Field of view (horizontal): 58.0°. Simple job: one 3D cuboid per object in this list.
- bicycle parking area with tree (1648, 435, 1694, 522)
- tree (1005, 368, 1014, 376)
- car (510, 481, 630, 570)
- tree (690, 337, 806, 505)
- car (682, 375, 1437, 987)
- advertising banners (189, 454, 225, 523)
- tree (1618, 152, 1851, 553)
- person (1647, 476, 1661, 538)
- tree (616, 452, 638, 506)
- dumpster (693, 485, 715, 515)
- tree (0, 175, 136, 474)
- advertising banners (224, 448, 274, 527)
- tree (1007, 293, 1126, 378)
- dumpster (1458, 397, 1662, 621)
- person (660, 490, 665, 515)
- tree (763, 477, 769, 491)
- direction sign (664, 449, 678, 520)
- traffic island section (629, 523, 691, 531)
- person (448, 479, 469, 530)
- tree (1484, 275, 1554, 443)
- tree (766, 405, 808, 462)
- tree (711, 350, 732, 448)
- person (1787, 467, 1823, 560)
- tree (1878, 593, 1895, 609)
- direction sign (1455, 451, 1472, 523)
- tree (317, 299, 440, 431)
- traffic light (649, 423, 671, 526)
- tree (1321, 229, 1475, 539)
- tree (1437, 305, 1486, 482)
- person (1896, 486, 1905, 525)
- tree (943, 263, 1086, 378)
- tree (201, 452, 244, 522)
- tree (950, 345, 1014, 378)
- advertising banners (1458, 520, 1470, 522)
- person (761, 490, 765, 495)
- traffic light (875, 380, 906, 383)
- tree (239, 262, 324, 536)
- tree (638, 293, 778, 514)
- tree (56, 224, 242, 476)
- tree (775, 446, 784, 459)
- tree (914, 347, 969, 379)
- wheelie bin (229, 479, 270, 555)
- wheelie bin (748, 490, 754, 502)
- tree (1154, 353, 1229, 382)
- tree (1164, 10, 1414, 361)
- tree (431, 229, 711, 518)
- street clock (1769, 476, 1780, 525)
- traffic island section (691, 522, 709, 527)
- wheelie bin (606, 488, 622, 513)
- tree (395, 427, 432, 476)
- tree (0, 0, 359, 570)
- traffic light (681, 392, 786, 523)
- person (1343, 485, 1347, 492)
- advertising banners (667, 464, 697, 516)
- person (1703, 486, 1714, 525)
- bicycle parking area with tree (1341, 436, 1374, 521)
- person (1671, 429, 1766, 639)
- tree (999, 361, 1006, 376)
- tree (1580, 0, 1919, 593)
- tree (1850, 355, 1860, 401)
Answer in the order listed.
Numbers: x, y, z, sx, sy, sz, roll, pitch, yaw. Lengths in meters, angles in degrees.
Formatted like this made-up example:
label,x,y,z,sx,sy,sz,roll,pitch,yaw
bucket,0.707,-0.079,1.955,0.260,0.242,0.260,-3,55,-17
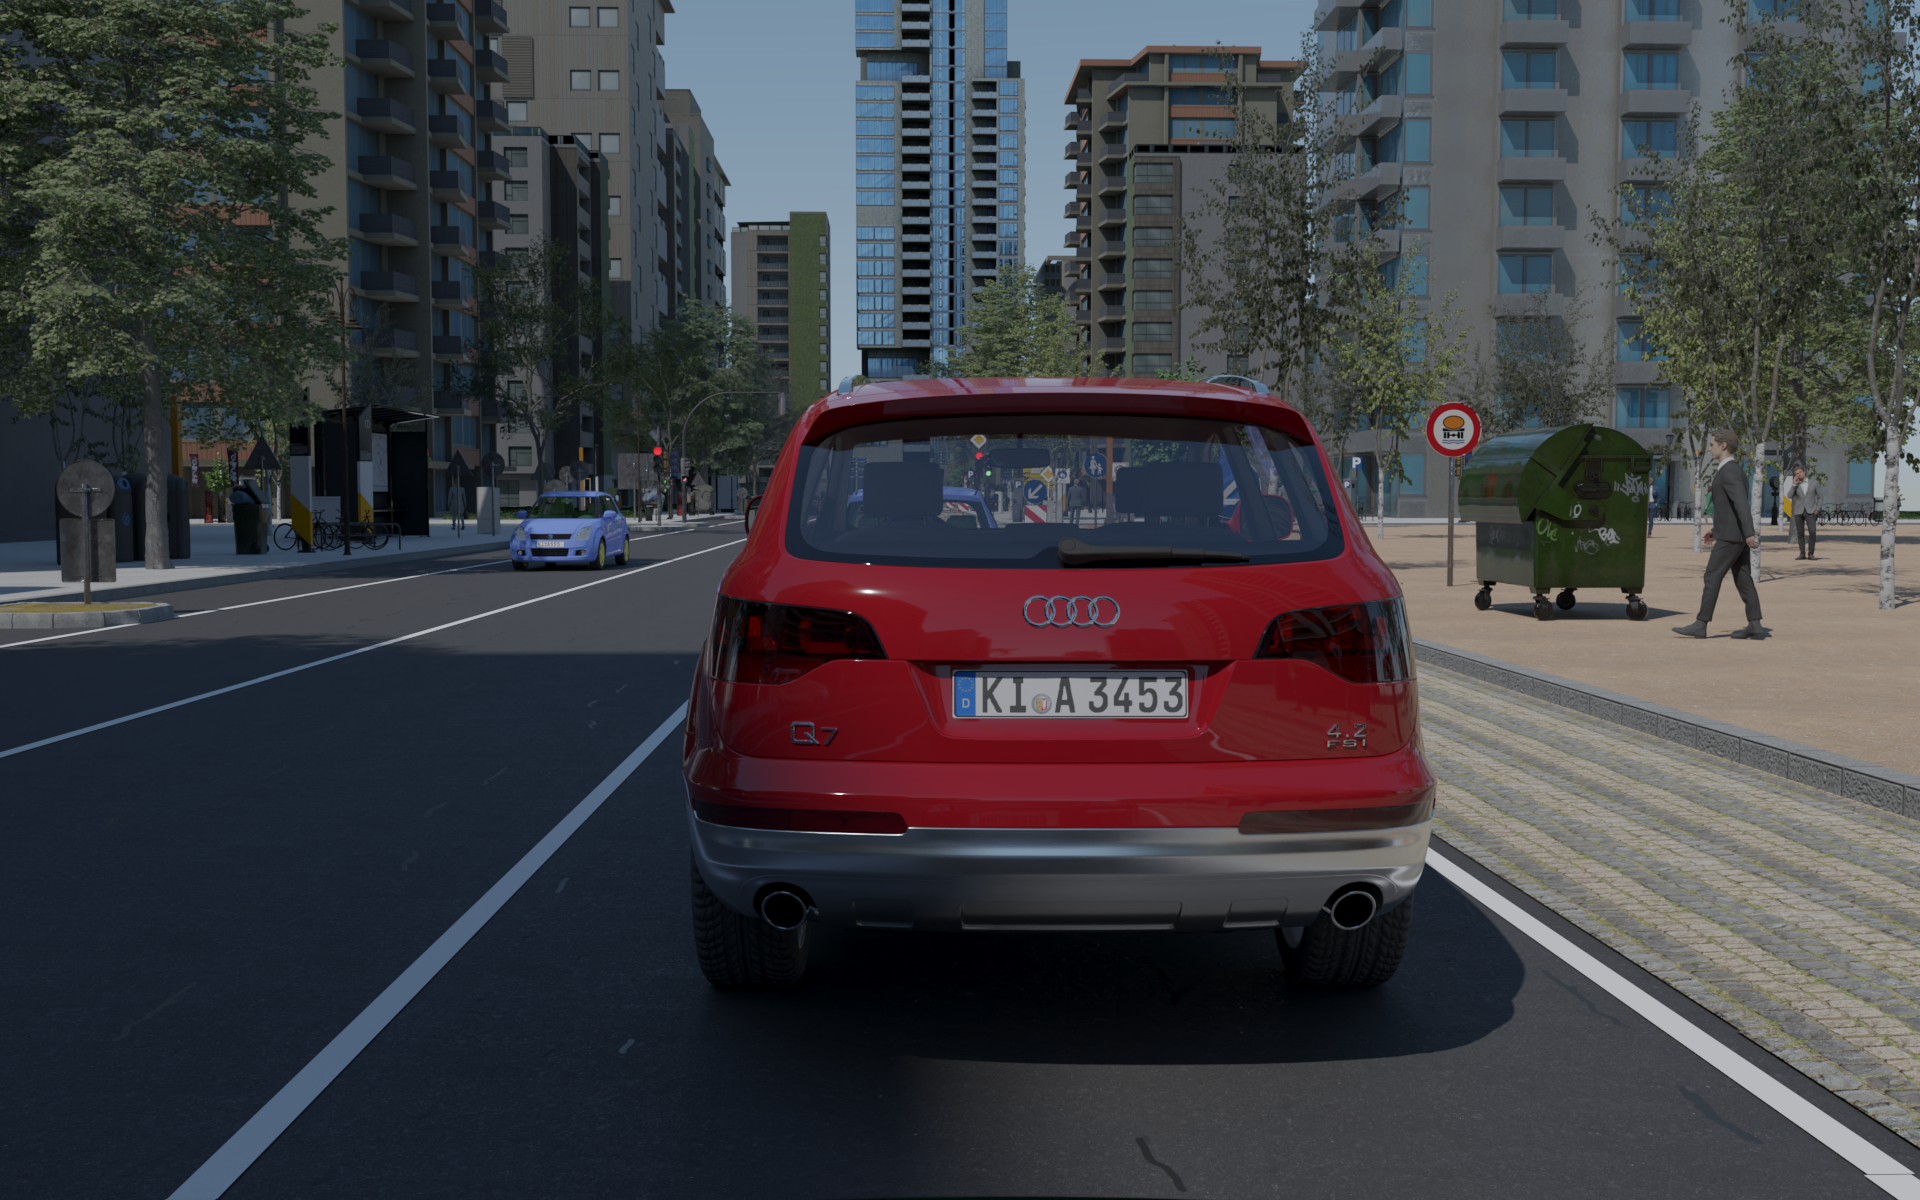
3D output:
label,x,y,z,sx,sy,sz,roll,pitch,yaw
bicycle parking area with tree,31.695,-5.950,84.283,8.231,4.147,9.016,2,4,30
tree,3.022,-11.349,119.971,7.601,10.594,8.767,1,4,11
car,-7.571,-1.478,33.754,1.945,1.707,3.694,0,3,0
tree,-16.766,-13.810,136.168,12.009,13.543,11.850,0,3,0
car,0.248,0.128,6.580,2.281,1.827,5.304,0,4,0
advertising banners,-33.012,-4.886,76.068,0.090,3.025,2.074,1,4,22
tree,16.149,-5.328,37.475,4.737,8.622,4.395,0,3,0
person,19.995,-2.699,50.354,0.721,1.800,0.419,1,4,14
tree,-25.148,-9.232,134.658,4.285,4.588,4.351,0,3,0
dumpster,-15.501,-6.048,104.644,1.264,1.857,1.865,0,4,-2
tree,-20.800,-5.475,39.871,4.360,8.622,3.978,0,3,0
advertising banners,-26.779,-4.228,65.319,2.074,3.025,0.090,1,4,19
tree,3.687,-6.938,63.806,4.737,8.622,4.395,0,3,0
dumpster,6.285,-0.963,18.241,1.502,2.255,1.985,0,4,-2
person,-18.792,-6.108,108.503,0.503,1.515,0.523,-3,5,-45
tree,-18.639,-10.742,170.237,1.663,3.219,1.824,0,3,0
direction sign,-14.651,-5.824,87.226,0.876,3.537,0.379,-1,4,-18
traffic island section,-12.004,-2.860,69.041,2.009,0.180,2.903,0,4,-2
person,-18.002,-3.419,62.050,0.694,1.812,0.767,-2,4,-32
tree,20.297,-6.645,59.008,4.360,8.622,3.978,0,3,0
tree,-18.593,-16.764,199.854,9.928,11.665,9.643,0,3,0
tree,-15.868,-9.688,92.807,7.601,10.594,8.767,-2,4,-33
person,16.425,-1.678,33.655,0.473,1.802,0.592,-3,5,-39
tree,10.592,-4.202,19.071,4.360,8.622,3.978,0,3,0
direction sign,22.481,-5.228,77.467,0.379,3.537,0.876,-3,5,-45
tree,-22.356,-7.077,66.074,4.360,8.622,3.978,0,3,0
traffic light,-11.964,-4.892,68.908,0.839,4.253,0.868,0,4,-2
tree,12.193,-6.030,48.949,4.737,8.622,4.395,0,3,0
tree,20.109,-6.976,64.423,4.360,8.622,3.978,0,3,0
person,40.335,-4.014,74.479,0.532,1.782,0.716,3,5,39
tree,2.586,-10.249,85.701,7.486,12.596,7.792,0,3,0
tree,-34.133,-5.206,79.717,1.663,3.219,1.824,0,3,0
tree,2.180,-13.953,138.499,12.009,13.543,11.850,0,3,0
advertising banners,23.779,-5.068,79.045,2.074,3.025,0.090,0,4,-8
person,-23.083,-12.114,204.630,1.217,1.766,0.721,3,4,39
traffic light,-0.998,-5.778,69.145,4.771,5.953,1.251,0,4,-2
tree,-21.327,-6.266,52.817,4.737,8.622,4.395,0,3,0
tree,-16.370,-12.511,111.206,9.857,13.997,8.962,0,3,0
tree,-21.539,-5.787,44.985,4.737,8.622,4.395,0,3,0
tree,-18.135,-14.573,188.627,4.360,8.622,3.978,0,3,0
tree,0.137,-22.283,220.220,12.611,20.169,13.585,0,3,0
wheelie bin,-15.105,-1.768,36.819,0.693,1.594,0.980,0,4,-6
wheelie bin,-18.074,-8.685,149.909,0.980,1.594,0.693,-3,5,-42
tree,5.331,-3.470,40.441,4.285,4.588,4.351,0,3,0
tree,5.010,-4.712,27.402,4.360,8.622,3.978,0,3,0
tree,-14.397,-7.691,60.155,8.767,10.594,7.601,1,4,16
street clock,33.362,-4.057,70.896,0.471,2.002,0.358,-1,4,-23
traffic island section,-12.270,-3.348,77.022,2.009,0.180,2.903,0,4,-2
wheelie bin,-17.524,-4.866,87.473,0.980,1.594,0.693,2,4,29
tree,-27.418,-6.150,84.261,4.285,4.588,4.351,0,3,0
tree,-14.060,-6.782,29.012,7.486,12.596,7.792,0,3,0
traffic light,-10.141,-6.258,76.993,4.771,5.953,1.251,0,4,-2
person,12.192,-3.061,55.904,0.447,1.846,0.655,-3,4,-37
advertising banners,-16.335,-6.435,101.405,2.074,3.025,0.090,-3,4,-38
person,31.981,-3.984,73.882,0.529,1.795,0.600,2,4,29
bicycle parking area with tree,16.245,-6.017,85.386,8.231,4.147,9.016,1,4,15
person,6.732,-0.580,15.307,0.755,1.850,0.659,2,4,35
tree,2.750,-8.805,94.322,4.360,8.622,3.978,0,3,0
tree,11.470,-4.568,25.054,4.360,8.622,3.978,0,3,0
tree,27.883,-6.593,58.154,4.737,8.622,4.395,0,3,0
